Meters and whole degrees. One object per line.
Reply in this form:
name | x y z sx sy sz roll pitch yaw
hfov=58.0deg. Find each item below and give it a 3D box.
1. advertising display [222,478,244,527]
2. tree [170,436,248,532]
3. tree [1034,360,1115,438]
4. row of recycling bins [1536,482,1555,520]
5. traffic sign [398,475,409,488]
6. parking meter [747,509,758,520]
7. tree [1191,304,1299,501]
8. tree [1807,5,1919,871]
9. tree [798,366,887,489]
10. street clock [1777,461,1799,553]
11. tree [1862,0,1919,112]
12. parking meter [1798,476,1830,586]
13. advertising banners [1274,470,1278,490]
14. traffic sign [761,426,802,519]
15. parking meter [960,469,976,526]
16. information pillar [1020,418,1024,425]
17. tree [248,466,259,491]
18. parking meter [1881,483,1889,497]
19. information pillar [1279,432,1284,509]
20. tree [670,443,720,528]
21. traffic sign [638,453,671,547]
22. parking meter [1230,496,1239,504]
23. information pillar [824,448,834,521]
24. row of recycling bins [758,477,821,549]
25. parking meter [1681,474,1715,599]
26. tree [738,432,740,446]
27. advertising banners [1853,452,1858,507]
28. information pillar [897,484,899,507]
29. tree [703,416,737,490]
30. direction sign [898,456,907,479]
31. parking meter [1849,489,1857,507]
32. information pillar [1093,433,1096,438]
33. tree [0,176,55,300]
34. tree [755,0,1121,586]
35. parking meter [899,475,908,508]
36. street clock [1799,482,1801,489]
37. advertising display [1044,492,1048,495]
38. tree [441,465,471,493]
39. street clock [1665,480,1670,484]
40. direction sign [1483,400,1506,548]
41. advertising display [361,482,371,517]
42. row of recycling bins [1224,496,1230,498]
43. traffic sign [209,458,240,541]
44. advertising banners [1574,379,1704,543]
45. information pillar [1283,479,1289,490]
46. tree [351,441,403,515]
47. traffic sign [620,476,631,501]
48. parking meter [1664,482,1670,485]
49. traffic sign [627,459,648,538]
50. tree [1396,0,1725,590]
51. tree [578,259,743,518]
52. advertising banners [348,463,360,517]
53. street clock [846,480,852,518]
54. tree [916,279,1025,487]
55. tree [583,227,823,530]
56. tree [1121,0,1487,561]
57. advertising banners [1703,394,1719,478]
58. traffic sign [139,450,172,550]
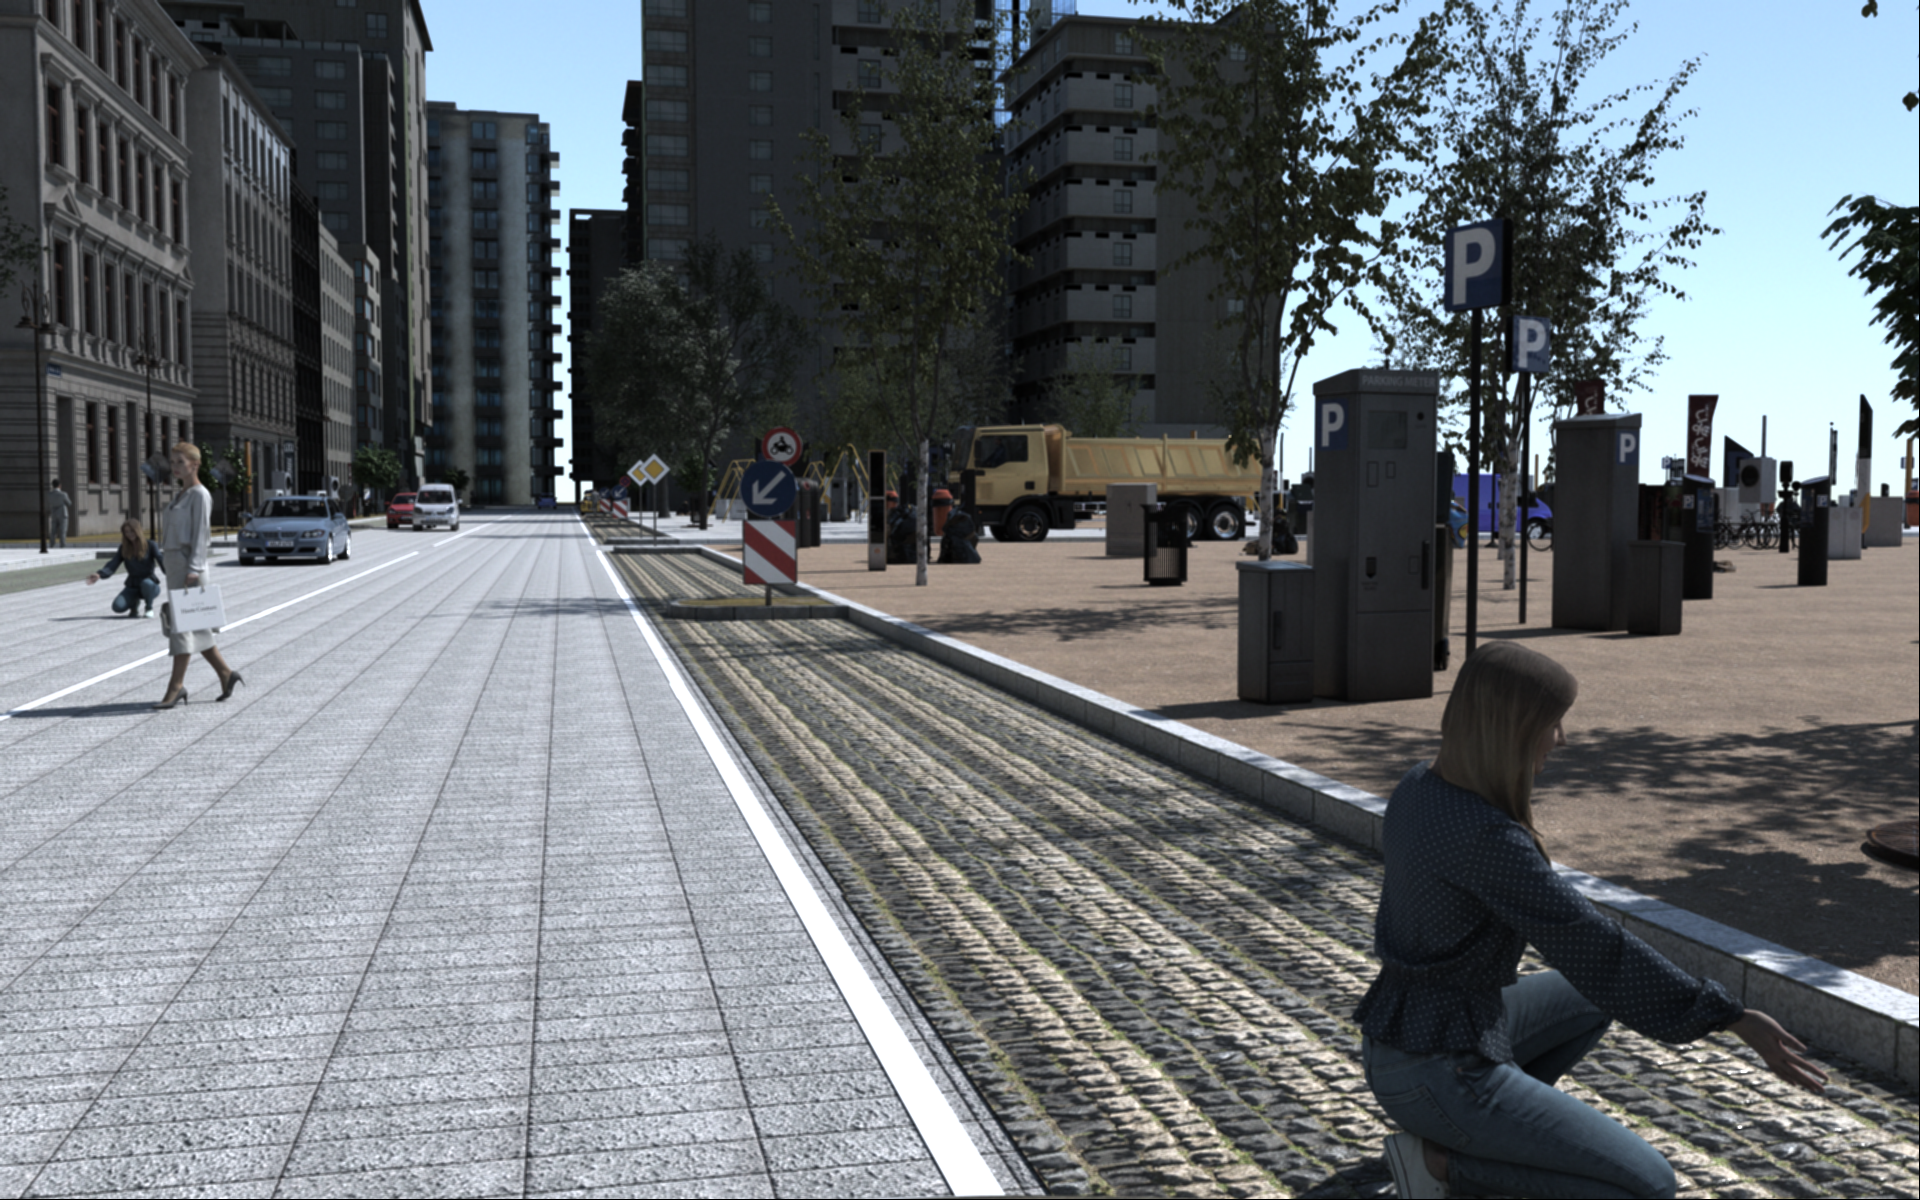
advertising display | -28.369 -3.816 67.603 0.974 1.923 0.123 1 4 22
tree | -25.404 -3.895 58.286 1.663 3.219 1.824 0 3 0
tree | 6.222 -8.890 95.710 4.360 8.622 3.978 0 3 0
row of recycling bins | 19.909 -3.095 57.711 1.069 1.692 3.534 1 4 10
traffic sign | -38.666 -7.353 120.222 0.884 2.594 0.081 0 4 -8
parking meter | -6.822 -3.135 56.973 0.399 1.863 0.255 -1 4 -22
tree | 11.050 -7.202 68.111 4.360 8.622 3.978 0 3 0
tree | 3.876 -0.691 5.901 1.663 3.219 1.824 0 3 0
tree | -7.045 -9.058 98.468 4.360 8.622 3.978 0 3 0
street clock | 18.052 -2.037 37.881 0.358 2.002 0.471 2 4 30
tree | 6.532 -3.644 9.936 4.737 8.622 4.395 0 3 0
parking meter | 11.994 -0.974 24.329 0.372 1.533 0.369 0 3 0
advertising banners | 23.354 -7.933 125.884 0.090 3.025 2.074 -1 4 -21
traffic sign | -3.363 -1.997 32.753 0.768 2.556 0.104 0 4 -5
parking meter | 0.179 -2.144 40.762 0.255 1.863 0.399 -2 4 -25
information pillar | 1.925 -3.806 53.576 0.183 3.616 0.504 1 4 10
tree | -25.427 -4.045 60.736 1.663 3.219 1.824 0 3 0
parking meter | 50.986 -5.491 95.489 0.399 1.863 0.255 -2 4 -33
information pillar | 12.162 -4.536 65.523 0.183 3.616 0.504 1 4 15
tree | -10.288 -4.544 68.899 1.663 3.219 1.824 0 3 0
traffic sign | -7.460 -2.364 42.302 0.795 2.450 0.064 -1 4 -13
parking meter | 12.056 -4.140 76.100 0.372 1.533 0.369 0 3 0
information pillar | -6.194 -5.557 82.208 0.504 3.616 0.183 0 4 2
row of recycling bins | -4.052 -2.070 40.955 1.069 1.692 3.534 0 4 7
parking meter | 9.043 -0.784 21.236 0.372 1.533 0.369 0 3 0
tree | -11.466 -9.758 109.912 4.737 8.622 4.395 0 3 0
advertising banners | 34.092 -4.267 65.950 0.090 3.025 2.074 2 4 26
information pillar | -3.690 -6.322 107.863 0.304 2.012 0.304 3 5 43
tree | -16.725 -10.060 114.839 4.360 8.622 3.978 0 3 0
direction sign | -3.425 -6.804 103.238 0.379 3.537 0.876 3 4 37
parking meter | 46.502 -4.999 90.138 0.372 1.533 0.369 0 3 0
information pillar | 5.253 -4.636 67.156 0.183 3.616 0.504 1 4 16
tree | -17.429 -5.560 25.322 8.767 10.594 7.601 1 4 17
tree | -0.628 -4.521 24.274 4.737 8.622 4.395 0 3 0
parking meter | -1.763 -2.966 54.207 0.255 1.863 0.399 0 4 -5
street clock | 46.864 -5.659 97.097 0.471 2.002 0.358 3 4 37
advertising display | 3.670 -3.750 66.518 0.974 1.923 0.123 -1 4 -22
tree | -57.075 -12.980 195.937 4.285 4.588 4.351 0 3 0
street clock | 37.059 -5.254 90.467 0.471 2.002 0.358 -1 4 -19
direction sign | 12.803 -3.029 41.529 0.876 3.537 0.379 -3 5 -39
advertising display | -33.118 -5.588 96.570 0.123 1.923 0.974 0 4 3
row of recycling bins | 19.793 -7.383 127.824 1.069 1.692 3.534 1 4 22
traffic sign | -20.206 -2.689 47.611 0.795 2.450 0.064 -1 4 -13
advertising banners | 10.055 -1.816 25.882 0.090 3.025 2.074 -2 4 -35
information pillar | 16.346 -5.036 86.838 0.304 2.012 0.304 1 4 9
tree | -35.902 -7.502 106.373 4.285 4.588 4.351 0 3 0
traffic sign | -23.466 -7.421 121.447 0.768 2.556 0.104 0 4 -7
parking meter | 34.541 -4.818 84.485 0.255 1.863 0.399 -2 4 -28
traffic sign | -9.239 -2.841 50.087 0.795 2.450 0.064 -1 4 -13
tree | 7.619 -4.450 23.115 4.360 8.622 3.978 0 3 0
tree | -16.066 -11.444 93.770 9.857 13.997 8.962 0 3 0
advertising banners | -34.360 -6.236 98.151 0.090 3.025 2.074 0 4 -5
street clock | -5.893 -5.328 91.690 0.358 2.002 0.471 -2 4 -29
tree | 0.220 -6.702 59.936 4.360 8.622 3.978 0 3 0
tree | -9.173 -7.766 61.380 8.767 10.594 7.601 0 4 -8
tree | 3.592 -4.197 18.976 4.737 8.622 4.395 0 3 0
advertising banners | 12.262 -2.099 30.500 2.074 3.025 0.090 0 4 4
traffic sign | -18.427 -2.213 39.826 0.795 2.450 0.064 -1 4 -13
